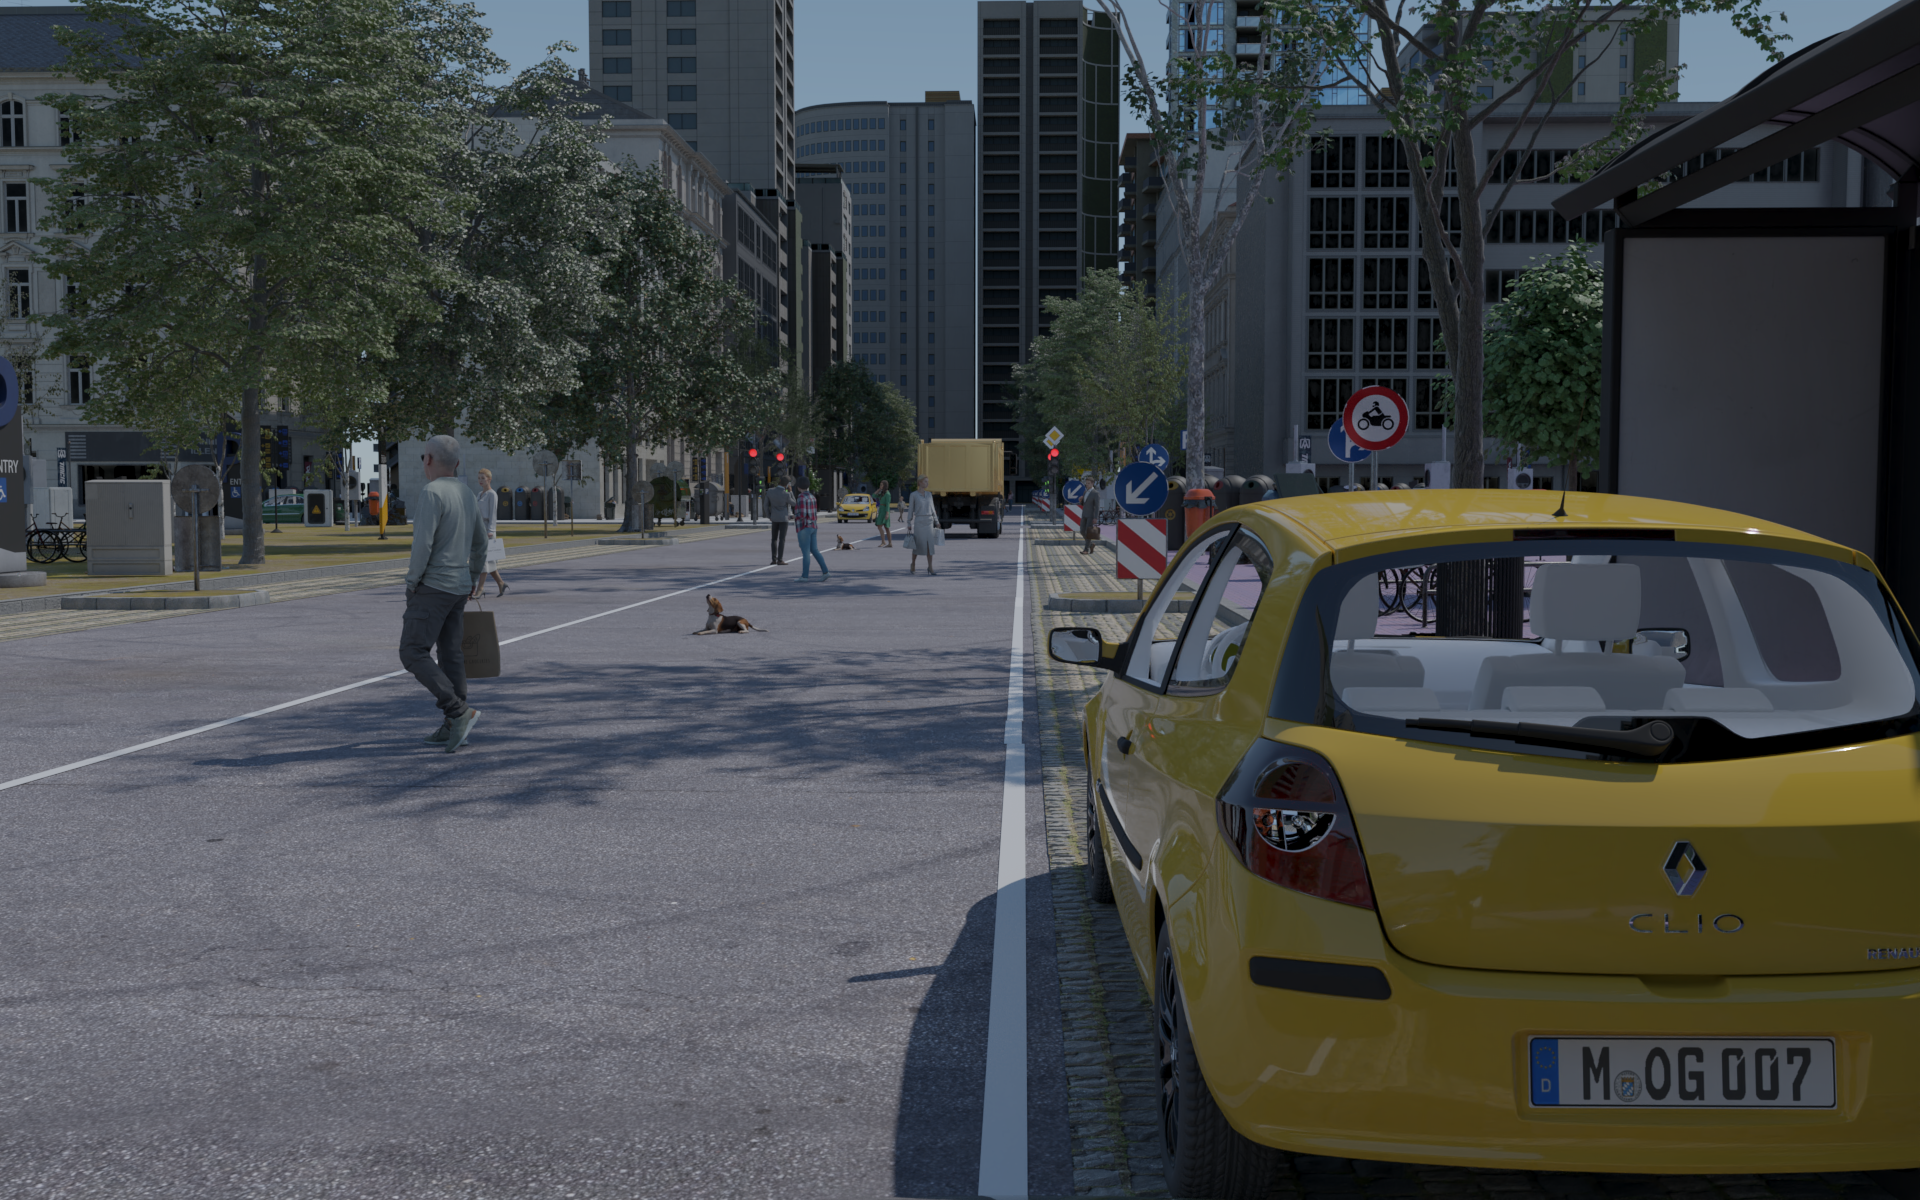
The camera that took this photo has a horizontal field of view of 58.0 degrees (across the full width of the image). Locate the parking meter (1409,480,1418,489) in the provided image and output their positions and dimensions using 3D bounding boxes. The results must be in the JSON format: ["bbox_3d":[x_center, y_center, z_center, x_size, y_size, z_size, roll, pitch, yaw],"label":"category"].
[{"bbox_3d":[18.535,-3.988,70.907,0.399,1.863,0.255,1,4,22],"label":"parking meter"}]

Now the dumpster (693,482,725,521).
[{"bbox_3d":[-11.960,-4.686,82.373,1.264,1.857,1.865,0,4,2],"label":"dumpster"}]

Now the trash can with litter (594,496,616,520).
[{"bbox_3d":[-17.444,-4.511,85.141,1.055,1.170,0.624,-1,4,-17],"label":"trash can with litter"}]

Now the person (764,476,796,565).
[{"bbox_3d":[-3.633,-1.604,34.911,0.592,1.802,0.473,2,4,31],"label":"person"}]

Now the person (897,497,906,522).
[{"bbox_3d":[-2.948,-4.575,87.577,0.475,1.303,0.640,-3,5,-41],"label":"person"}]

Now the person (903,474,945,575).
[{"bbox_3d":[-0.650,-1.343,30.809,0.694,1.780,0.624,-1,4,-17],"label":"person"}]

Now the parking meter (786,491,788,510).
[{"bbox_3d":[-10.380,-6.010,103.972,0.399,1.863,0.255,1,4,17],"label":"parking meter"}]

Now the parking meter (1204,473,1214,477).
[{"bbox_3d":[6.549,-2.461,45.956,0.399,1.863,0.255,2,4,24],"label":"parking meter"}]

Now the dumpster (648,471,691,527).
[{"bbox_3d":[-11.567,-4.038,68.515,1.502,2.255,1.985,0,4,2],"label":"dumpster"}]

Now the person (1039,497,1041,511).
[{"bbox_3d":[6.442,-7.775,135.809,0.537,1.800,0.526,2,4,35],"label":"person"}]

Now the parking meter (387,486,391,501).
[{"bbox_3d":[-43.020,-7.635,130.541,0.255,1.863,0.399,-1,4,-22],"label":"parking meter"}]

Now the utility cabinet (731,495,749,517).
[{"bbox_3d":[-12.166,-5.171,95.714,1.020,1.237,0.306,2,4,30],"label":"utility cabinet"}]

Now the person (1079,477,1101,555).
[{"bbox_3d":[3.062,-1.977,40.783,0.622,1.834,0.822,3,4,39],"label":"person"}]

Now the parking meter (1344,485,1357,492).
[{"bbox_3d":[10.757,-2.406,47.749,0.372,1.533,0.369,0,3,0],"label":"parking meter"}]

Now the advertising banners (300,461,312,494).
[{"bbox_3d":[-35.369,-5.891,92.504,0.090,3.025,2.074,2,4,26],"label":"advertising banners"}]

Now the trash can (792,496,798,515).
[{"bbox_3d":[-9.936,-5.746,105.597,0.748,1.137,0.748,0,3,0],"label":"trash can"}]

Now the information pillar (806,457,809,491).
[{"bbox_3d":[-9.717,-7.268,110.193,0.183,3.616,0.504,0,4,5],"label":"information pillar"}]

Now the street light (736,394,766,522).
[{"bbox_3d":[-9.632,-6.564,79.864,1.470,5.913,1.316,0,4,2],"label":"street light"}]

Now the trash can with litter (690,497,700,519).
[{"bbox_3d":[-13.589,-4.673,87.798,0.624,1.170,1.055,1,4,18],"label":"trash can with litter"}]

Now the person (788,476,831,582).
[{"bbox_3d":[-2.469,-1.157,28.255,0.643,1.720,0.563,1,4,22],"label":"person"}]

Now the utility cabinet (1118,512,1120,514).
[{"bbox_3d":[11.363,-6.705,120.786,1.020,1.237,0.306,0,4,1],"label":"utility cabinet"}]

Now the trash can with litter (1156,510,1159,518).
[{"bbox_3d":[7.095,-3.198,63.347,1.678,1.210,2.233,1,4,22],"label":"trash can with litter"}]

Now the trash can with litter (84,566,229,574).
[{"bbox_3d":[-13.379,-1.089,28.867,2.233,1.210,1.678,-2,4,-28],"label":"trash can with litter"}]

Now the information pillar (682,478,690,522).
[{"bbox_3d":[-12.804,-4.675,80.927,0.304,2.012,0.304,-2,4,-24],"label":"information pillar"}]

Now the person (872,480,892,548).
[{"bbox_3d":[-2.001,-2.291,46.209,0.529,1.795,0.600,-2,4,-35],"label":"person"}]

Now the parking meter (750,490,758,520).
[{"bbox_3d":[-10.027,-4.650,84.432,0.372,1.533,0.369,0,3,0],"label":"parking meter"}]

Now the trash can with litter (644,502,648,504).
[{"bbox_3d":[-15.426,-4.488,84.766,0.624,1.170,1.055,-2,4,-27],"label":"trash can with litter"}]

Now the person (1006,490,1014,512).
[{"bbox_3d":[4.039,-7.937,138.854,0.593,1.750,0.643,1,4,22],"label":"person"}]

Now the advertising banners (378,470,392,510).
[{"bbox_3d":[-42.643,-8.115,128.867,0.090,3.025,2.074,1,4,16],"label":"advertising banners"}]

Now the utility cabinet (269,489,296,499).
[{"bbox_3d":[-31.605,-4.414,80.846,1.173,1.500,0.318,0,4,7],"label":"utility cabinet"}]

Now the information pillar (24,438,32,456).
[{"bbox_3d":[-38.856,-4.945,72.201,0.504,3.616,0.183,1,4,19],"label":"information pillar"}]

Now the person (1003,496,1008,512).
[{"bbox_3d":[3.452,-7.443,134.473,0.640,1.303,0.475,0,4,-7],"label":"person"}]

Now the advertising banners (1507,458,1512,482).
[{"bbox_3d":[26.006,-5.179,80.859,0.090,3.025,2.074,-1,4,-10],"label":"advertising banners"}]

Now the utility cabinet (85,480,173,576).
[{"bbox_3d":[-12.934,-1.117,26.948,1.173,1.500,0.318,0,4,-3],"label":"utility cabinet"}]

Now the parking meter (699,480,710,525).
[{"bbox_3d":[-10.767,-4.115,72.985,0.255,1.863,0.399,2,4,33],"label":"parking meter"}]

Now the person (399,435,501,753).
[{"bbox_3d":[-2.884,-0.058,9.934,0.515,1.767,0.782,1,4,12],"label":"person"}]

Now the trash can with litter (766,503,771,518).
[{"bbox_3d":[-9.755,-4.893,91.389,1.055,1.170,0.624,1,4,23],"label":"trash can with litter"}]

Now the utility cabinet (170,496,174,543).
[{"bbox_3d":[-20.823,-2.092,45.364,0.306,1.237,1.020,-2,4,-33],"label":"utility cabinet"}]

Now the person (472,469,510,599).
[{"bbox_3d":[-6.461,-0.913,23.776,0.624,1.780,0.694,-2,4,-30],"label":"person"}]

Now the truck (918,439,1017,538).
[{"bbox_3d":[0.164,-3.891,59.537,3.469,3.379,9.791,0,4,3],"label":"truck"}]

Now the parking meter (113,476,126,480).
[{"bbox_3d":[-27.886,-3.167,57.499,0.399,1.863,0.255,1,4,18],"label":"parking meter"}]

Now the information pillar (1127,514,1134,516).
[{"bbox_3d":[7.121,-4.122,71.881,0.304,2.012,0.304,-1,4,-11],"label":"information pillar"}]

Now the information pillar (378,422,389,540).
[{"bbox_3d":[-16.246,-3.509,48.721,0.183,3.616,0.504,0,4,-1],"label":"information pillar"}]

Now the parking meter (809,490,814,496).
[{"bbox_3d":[-9.304,-6.109,108.290,0.372,1.533,0.369,0,3,0],"label":"parking meter"}]

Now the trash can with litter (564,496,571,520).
[{"bbox_3d":[-19.673,-4.603,86.653,0.624,1.170,1.055,-1,4,-9],"label":"trash can with litter"}]

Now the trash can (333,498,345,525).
[{"bbox_3d":[-25.467,-3.644,71.230,0.748,1.137,0.748,0,3,0],"label":"trash can"}]

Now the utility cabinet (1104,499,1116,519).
[{"bbox_3d":[7.242,-4.761,86.520,1.173,1.500,0.318,-3,5,-40],"label":"utility cabinet"}]

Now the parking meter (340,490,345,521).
[{"bbox_3d":[-29.295,-4.524,82.374,0.372,1.533,0.369,0,3,0],"label":"parking meter"}]
